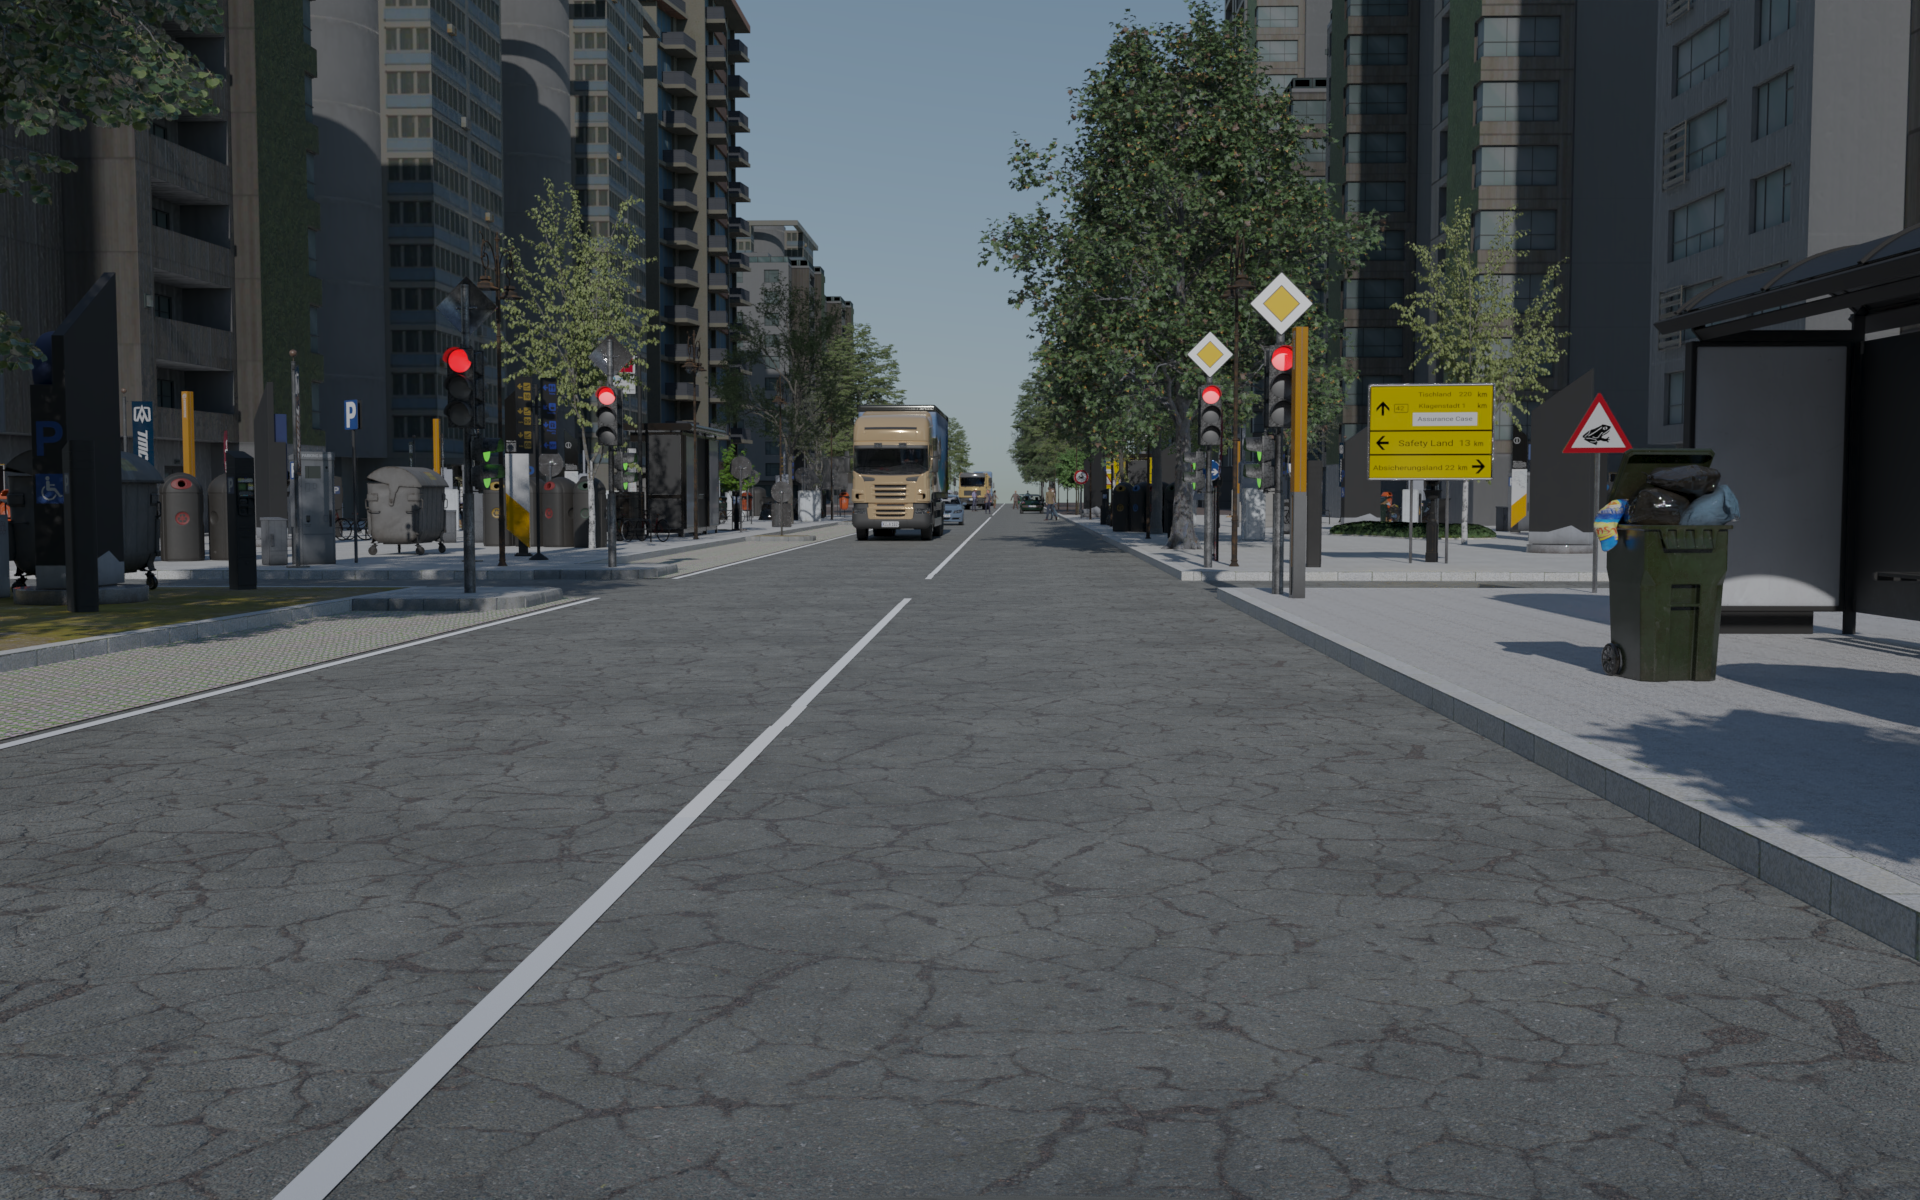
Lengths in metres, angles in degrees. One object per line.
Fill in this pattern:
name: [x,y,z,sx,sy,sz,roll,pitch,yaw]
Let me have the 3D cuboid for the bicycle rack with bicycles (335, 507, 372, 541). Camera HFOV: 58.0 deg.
bicycle rack with bicycles: [-16.500,-2.149,48.523,2.925,0.926,2.852,1,4,22]

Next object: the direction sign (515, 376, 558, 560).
direction sign: [-8.203,-2.546,33.618,0.876,3.537,0.379,-3,5,-42]

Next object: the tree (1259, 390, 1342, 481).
tree: [17.002,-8.372,87.245,4.360,8.622,3.978,0,3,0]

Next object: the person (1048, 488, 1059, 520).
person: [5.155,-5.275,95.340,0.643,1.750,0.593,0,4,-2]

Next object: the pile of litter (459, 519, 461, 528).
pile of litter: [-18.862,-3.178,65.933,1.719,0.858,1.176,-3,5,-39]

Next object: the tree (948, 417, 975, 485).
tree: [-1.436,-20.575,254.533,7.486,12.596,7.792,0,3,0]

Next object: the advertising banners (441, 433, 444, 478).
advertising banners: [-14.764,-3.247,49.273,0.090,3.025,2.074,-1,4,-12]

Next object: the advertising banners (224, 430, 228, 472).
advertising banners: [-19.629,-3.091,46.723,0.090,3.025,2.074,-2,4,-32]

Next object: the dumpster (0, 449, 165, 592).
dumpster: [-11.366,-1.024,22.496,1.264,1.857,1.865,0,4,2]

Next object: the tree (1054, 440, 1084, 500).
tree: [9.123,-11.066,131.290,4.360,8.622,3.978,0,3,0]

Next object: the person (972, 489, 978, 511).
person: [1.310,-8.242,143.127,0.599,1.838,0.709,2,4,31]

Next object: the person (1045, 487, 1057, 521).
person: [4.931,-5.222,93.785,0.836,1.842,0.656,2,4,31]

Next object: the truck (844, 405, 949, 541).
truck: [-1.874,-4.142,56.639,2.839,4.237,11.283,0,4,2]

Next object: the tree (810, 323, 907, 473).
tree: [-6.974,-12.055,115.223,7.486,12.596,7.792,0,3,0]

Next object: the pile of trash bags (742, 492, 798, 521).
pile of trash bags: [-9.189,-4.580,84.641,3.447,1.369,1.912,-3,4,-38]

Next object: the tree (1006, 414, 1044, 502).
tree: [11.309,-20.020,237.689,12.009,13.543,11.850,0,3,0]

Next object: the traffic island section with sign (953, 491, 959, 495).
traffic island section with sign: [0.410,-14.150,239.975,1.989,1.847,2.006,0,4,2]

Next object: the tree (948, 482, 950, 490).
tree: [-2.106,-14.884,237.949,1.663,3.219,1.824,0,3,0]

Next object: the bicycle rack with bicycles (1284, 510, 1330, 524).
bicycle rack with bicycles: [14.417,-3.677,73.504,2.852,0.926,2.925,-1,4,-17]

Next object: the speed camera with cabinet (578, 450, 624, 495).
speed camera with cabinet: [-16.244,-5.130,78.216,2.038,3.252,0.660,1,4,13]

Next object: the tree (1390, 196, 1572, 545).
tree: [13.059,-5.711,43.735,4.737,8.622,4.395,0,3,0]

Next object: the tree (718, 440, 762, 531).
tree: [-8.047,-4.039,60.634,1.663,3.219,1.824,0,3,0]

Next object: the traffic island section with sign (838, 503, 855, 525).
traffic island section with sign: [-4.590,-4.387,80.351,1.989,1.847,2.006,0,4,2]

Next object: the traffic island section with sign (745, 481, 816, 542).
traffic island section with sign: [-5.440,-2.707,52.892,1.989,1.847,2.006,0,4,2]

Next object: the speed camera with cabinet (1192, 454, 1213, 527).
speed camera with cabinet: [9.004,-4.462,67.293,0.660,3.252,2.038,-2,4,-28]

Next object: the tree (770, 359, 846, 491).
tree: [-7.645,-8.546,90.086,4.360,8.622,3.978,0,3,0]

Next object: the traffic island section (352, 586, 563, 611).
traffic island section: [-6.393,-0.015,22.534,2.009,0.180,2.903,0,4,2]

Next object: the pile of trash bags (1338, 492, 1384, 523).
pile of trash bags: [18.676,-4.207,78.534,1.912,1.369,3.447,3,5,40]

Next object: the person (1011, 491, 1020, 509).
person: [5.232,-9.430,163.235,0.990,1.755,0.434,1,4,18]

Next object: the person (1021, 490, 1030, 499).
person: [7.120,-10.614,182.117,1.350,1.814,0.705,-1,4,-9]

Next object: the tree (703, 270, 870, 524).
tree: [-7.436,-8.498,73.359,8.767,10.594,7.601,2,4,33]

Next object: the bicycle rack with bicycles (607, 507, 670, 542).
bicycle rack with bicycles: [-9.443,-2.013,46.290,2.852,0.926,2.925,-3,4,-38]

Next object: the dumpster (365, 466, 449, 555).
dumpster: [-11.780,-1.904,36.886,1.264,1.857,1.865,0,4,2]

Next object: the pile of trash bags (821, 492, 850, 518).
pile of trash bags: [-7.563,-5.041,92.179,3.447,1.369,1.912,0,4,2]

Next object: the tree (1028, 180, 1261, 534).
tree: [6.013,-8.396,55.396,7.486,12.596,7.792,0,3,0]

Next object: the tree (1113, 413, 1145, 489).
tree: [7.551,-8.053,82.032,4.737,8.622,4.395,0,3,0]

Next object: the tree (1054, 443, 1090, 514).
tree: [7.553,-7.806,111.349,4.285,4.588,4.351,0,3,0]

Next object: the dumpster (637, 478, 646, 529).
dumpster: [-10.968,-3.445,62.092,1.264,1.857,1.865,0,4,2]

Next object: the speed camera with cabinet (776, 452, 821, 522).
speed camera with cabinet: [-7.570,-5.304,81.054,2.038,3.252,0.660,-1,4,-17]

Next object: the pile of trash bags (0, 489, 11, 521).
pile of trash bags: [-19.185,-1.455,33.550,3.447,1.369,1.912,2,4,27]

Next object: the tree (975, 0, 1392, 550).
tree: [5.186,-7.532,40.163,9.611,12.733,9.660,0,3,0]

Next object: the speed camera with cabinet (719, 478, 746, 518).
speed camera with cabinet: [-12.478,-5.983,92.163,2.038,3.252,0.660,-1,4,-19]

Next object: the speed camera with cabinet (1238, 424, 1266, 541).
speed camera with cabinet: [8.179,-3.311,48.474,0.660,3.252,2.038,0,4,4]

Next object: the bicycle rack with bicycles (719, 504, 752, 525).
bicycle rack with bicycles: [-10.318,-3.678,73.515,2.852,0.926,2.925,3,5,43]

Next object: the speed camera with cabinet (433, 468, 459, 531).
speed camera with cabinet: [-17.887,-4.035,60.310,0.660,3.252,2.038,-2,4,-24]

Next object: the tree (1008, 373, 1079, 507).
tree: [9.306,-16.286,172.925,9.857,13.997,8.962,0,3,0]

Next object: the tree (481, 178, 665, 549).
tree: [-8.722,-5.498,40.248,4.737,8.622,4.395,0,3,0]

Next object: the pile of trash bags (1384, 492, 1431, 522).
pile of trash bags: [18.192,-3.607,68.732,1.912,1.369,3.447,2,4,23]

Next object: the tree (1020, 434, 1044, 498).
tree: [12.005,-19.956,252.040,9.928,11.665,9.643,0,3,0]

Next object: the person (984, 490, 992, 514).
person: [2.034,-7.087,124.907,0.617,1.759,0.750,0,4,-5]

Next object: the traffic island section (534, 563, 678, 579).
traffic island section: [-6.143,-0.504,30.515,2.009,0.180,2.903,0,4,2]

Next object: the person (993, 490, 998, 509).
person: [3.416,-9.790,168.571,0.705,1.824,1.348,-1,4,-19]

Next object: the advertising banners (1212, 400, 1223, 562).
advertising banners: [4.925,-2.263,33.192,0.090,3.025,2.074,0,4,5]

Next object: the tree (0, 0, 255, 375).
tree: [-9.573,-6.436,11.887,9.857,13.997,8.962,0,3,0]

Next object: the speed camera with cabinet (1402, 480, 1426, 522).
speed camera with cabinet: [16.706,-4.238,63.631,0.660,3.252,2.038,1,4,23]

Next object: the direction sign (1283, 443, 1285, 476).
direction sign: [14.234,-5.170,76.533,0.379,3.537,0.876,1,4,22]

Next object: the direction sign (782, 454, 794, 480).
direction sign: [-9.801,-6.512,98.473,0.876,3.537,0.379,2,4,25]

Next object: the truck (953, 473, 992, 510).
truck: [1.334,-9.935,158.360,3.469,3.379,9.791,0,4,3]

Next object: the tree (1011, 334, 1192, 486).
tree: [6.833,-8.571,74.541,7.601,10.594,8.767,2,4,23]

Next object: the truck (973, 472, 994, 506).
truck: [2.969,-13.613,212.329,2.967,4.110,18.799,0,4,3]
